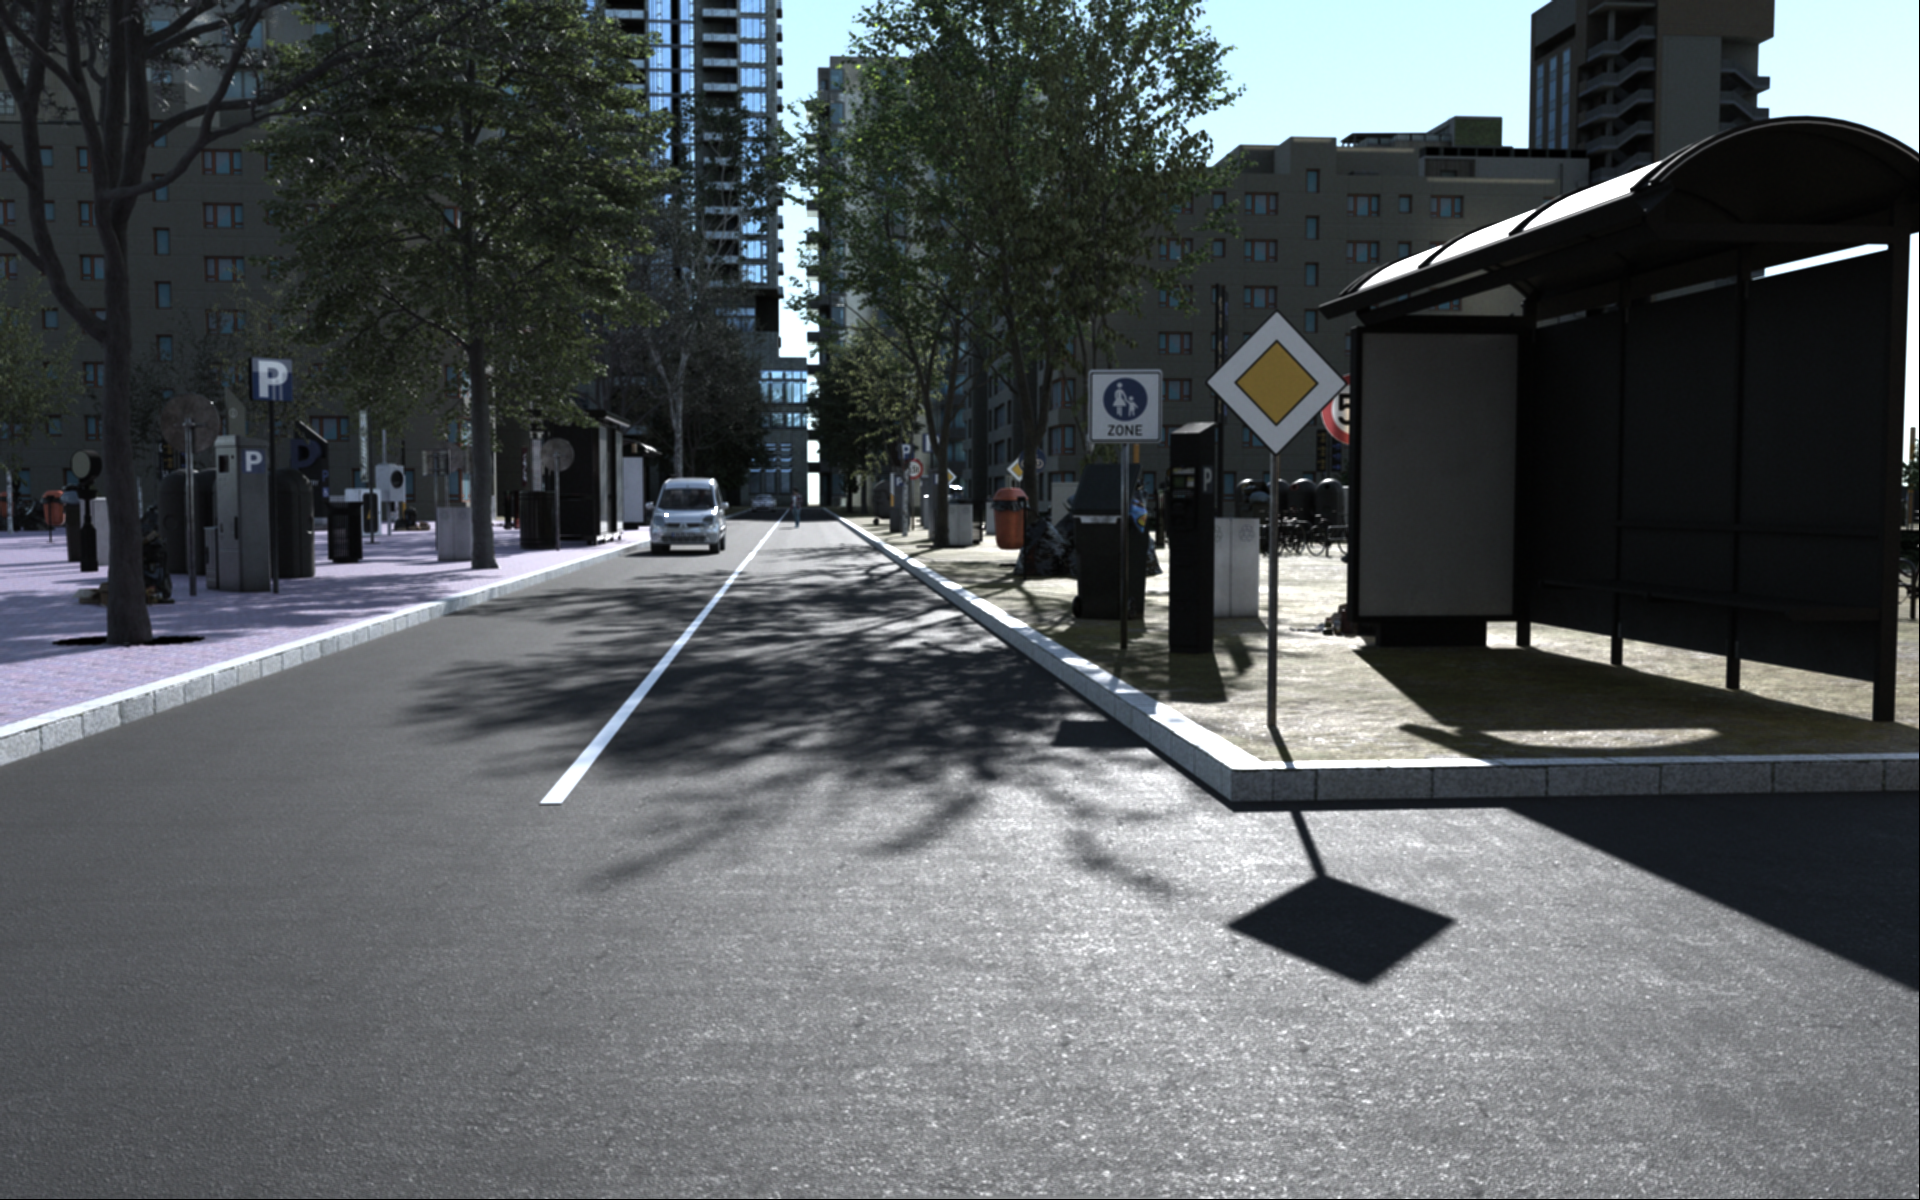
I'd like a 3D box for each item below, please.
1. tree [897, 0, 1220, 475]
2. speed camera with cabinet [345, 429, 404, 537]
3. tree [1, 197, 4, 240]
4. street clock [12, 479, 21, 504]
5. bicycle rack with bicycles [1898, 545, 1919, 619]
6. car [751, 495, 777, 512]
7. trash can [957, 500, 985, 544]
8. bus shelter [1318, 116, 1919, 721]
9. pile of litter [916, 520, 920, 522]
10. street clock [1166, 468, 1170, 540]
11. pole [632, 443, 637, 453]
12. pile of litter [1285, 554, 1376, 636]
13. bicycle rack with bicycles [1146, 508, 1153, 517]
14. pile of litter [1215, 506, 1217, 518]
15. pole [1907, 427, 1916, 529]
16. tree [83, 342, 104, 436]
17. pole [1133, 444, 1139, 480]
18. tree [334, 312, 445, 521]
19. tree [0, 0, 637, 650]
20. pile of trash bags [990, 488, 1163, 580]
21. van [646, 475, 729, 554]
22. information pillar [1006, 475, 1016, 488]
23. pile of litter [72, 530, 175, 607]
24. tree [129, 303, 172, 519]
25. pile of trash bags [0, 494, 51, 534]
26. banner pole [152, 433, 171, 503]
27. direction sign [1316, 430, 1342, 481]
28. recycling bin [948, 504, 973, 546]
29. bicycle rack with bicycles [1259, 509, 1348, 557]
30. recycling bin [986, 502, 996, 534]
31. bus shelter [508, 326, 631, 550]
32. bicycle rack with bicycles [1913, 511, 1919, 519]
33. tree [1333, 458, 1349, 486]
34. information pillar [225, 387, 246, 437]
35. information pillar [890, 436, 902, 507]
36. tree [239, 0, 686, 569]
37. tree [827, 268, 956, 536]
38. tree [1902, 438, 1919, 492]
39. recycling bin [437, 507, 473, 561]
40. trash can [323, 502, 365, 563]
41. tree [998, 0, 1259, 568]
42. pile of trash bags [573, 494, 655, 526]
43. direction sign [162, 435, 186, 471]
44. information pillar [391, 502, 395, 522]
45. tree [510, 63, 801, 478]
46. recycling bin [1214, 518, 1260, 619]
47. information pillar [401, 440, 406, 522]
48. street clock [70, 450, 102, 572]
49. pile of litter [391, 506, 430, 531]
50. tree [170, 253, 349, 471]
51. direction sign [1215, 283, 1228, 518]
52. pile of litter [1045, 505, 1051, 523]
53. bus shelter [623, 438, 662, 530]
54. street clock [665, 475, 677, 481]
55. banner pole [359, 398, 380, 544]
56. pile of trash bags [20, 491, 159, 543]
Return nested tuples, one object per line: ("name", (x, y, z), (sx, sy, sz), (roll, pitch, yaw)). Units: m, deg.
("tree", (1.470, -4.383, 22.029), (4.737, 8.622, 4.395), (0, 3, 0))
("speed camera with cabinet", (-17.640, -3.540, 52.218), (0.660, 3.252, 2.038), (1, 4, 21))
("tree", (-23.319, -5.458, 39.601), (4.737, 8.622, 4.395), (0, 3, 0))
("street clock", (-39.705, -4.180, 72.905), (0.358, 2.002, 0.471), (-1, 4, -16))
("bicycle rack with bicycles", (8.708, -0.310, 18.449), (2.852, 0.926, 2.925), (-1, 4, -20))
("car", (-15.854, -7.813, 140.101), (2.083, 1.381, 4.827), (0, 4, -3))
("trash can", (0.279, -2.013, 44.568), (0.748, 1.137, 0.748), (0, 3, 0))
("bus shelter", (4.284, -1.109, 12.056), (2.014, 3.302, 5.546), (0, 4, -5))
("pile of litter", (-1.303, -4.022, 79.730), (1.176, 0.858, 1.719), (-2, 4, -32))
("street clock", (5.882, -2.647, 47.853), (0.358, 2.002, 0.471), (-1, 4, -16))
("pole", (-12.780, -4.539, 68.054), (0.158, 3.312, 0.155), (0, 3, 0))
("pile of litter", (3.904, -0.123, 15.972), (1.176, 0.858, 1.719), (-3, 4, -38))
("bicycle rack with bicycles", (7.417, -4.241, 82.730), (2.852, 0.926, 2.925), (-3, 4, -37))
("pile of litter", (9.712, -3.320, 68.253), (1.719, 0.858, 1.176), (-3, 4, -38))
("pole", (28.897, -3.595, 52.615), (0.158, 3.312, 0.155), (0, 3, 0))
("tree", (-36.800, -7.773, 77.450), (4.360, 8.622, 3.978), (0, 3, 0))
("pole", (5.471, -3.669, 53.837), (0.158, 3.312, 0.155), (0, 3, 0))
("tree", (-22.850, -7.270, 69.235), (4.737, 8.622, 4.395), (0, 3, 0))
("tree", (-7.272, -6.363, 14.409), (12.009, 13.543, 11.850), (0, 3, 0))
("pile of trash bags", (1.631, -1.060, 27.082), (1.912, 1.369, 3.447), (3, 4, 37))
("van", (-6.716, -2.196, 42.919), (2.013, 2.044, 4.112), (0, 4, -5))
("information pillar", (1.992, -3.851, 67.456), (0.304, 2.012, 0.304), (-3, 5, -39))
("pile of litter", (-9.822, -0.392, 20.379), (1.176, 0.858, 1.719), (-1, 4, -10))
("tree", (-27.975, -6.939, 63.819), (4.360, 8.622, 3.978), (0, 3, 0))
("pile of trash bags", (-32.837, -3.097, 60.392), (1.912, 1.369, 3.447), (-1, 4, -16))
("banner pole", (-32.599, -4.933, 70.676), (0.863, 3.779, 0.401), (-2, 4, -32))
("direction sign", (12.944, -4.209, 60.817), (0.876, 3.537, 0.379), (0, 4, -1))
("recycling bin", (-0.096, -1.856, 42.897), (0.722, 1.027, 0.722), (-1, 4, -10))
("bicycle rack with bicycles", (7.259, -1.425, 36.681), (2.852, 0.926, 2.925), (3, 5, 44))
("recycling bin", (1.261, -2.634, 55.614), (0.722, 1.027, 0.722), (1, 4, 15))
("bus shelter", (-9.926, -4.070, 44.169), (2.179, 5.291, 8.768), (0, 4, -5))
("bicycle rack with bicycles", (38.109, -3.283, 67.057), (2.852, 0.926, 2.925), (0, 4, 0))
("tree", (18.120, -5.172, 79.163), (1.663, 3.219, 1.824), (0, 3, 0))
("information pillar", (-15.959, -2.864, 38.189), (0.183, 3.616, 0.504), (2, 4, 25))
("information pillar", (-2.470, -4.660, 67.549), (0.504, 3.616, 0.183), (-1, 4, -17))
("tree", (-8.335, -6.791, 29.165), (7.486, 12.596, 7.792), (0, 3, 0))
("tree", (-1.777, -6.261, 52.722), (4.360, 8.622, 3.978), (0, 3, 0))
("tree", (28.555, -3.478, 51.461), (1.663, 3.219, 1.824), (0, 3, 0))
("recycling bin", (-9.657, -1.287, 33.590), (0.722, 1.027, 0.722), (1, 4, 9))
("trash can", (-11.496, -1.267, 32.369), (0.748, 1.137, 0.748), (0, 3, 0))
("tree", (1.340, -6.405, 30.482), (9.928, 11.665, 9.643), (0, 3, 0))
("pile of trash bags", (-13.950, -3.655, 69.517), (3.447, 1.369, 1.912), (-3, 4, -36))
("direction sign", (-26.195, -4.035, 57.973), (0.876, 3.537, 0.379), (-1, 4, -21))
("information pillar", (-26.435, -4.646, 80.447), (0.304, 2.012, 0.304), (-3, 5, -41))
("tree", (-13.647, -13.517, 76.897), (12.611, 20.169, 13.585), (0, 3, 0))
("recycling bin", (2.671, -0.346, 18.208), (0.722, 1.027, 0.722), (-1, 4, -19))
("information pillar", (-24.211, -5.137, 75.338), (0.183, 3.616, 0.504), (-2, 4, -26))
("street clock", (-14.440, -1.474, 28.667), (0.471, 2.002, 0.358), (2, 4, 23))
("pile of litter", (-19.161, -2.869, 60.869), (1.719, 0.858, 1.176), (-2, 4, -30))
("tree", (-21.249, -6.322, 53.732), (4.360, 8.622, 3.978), (0, 3, 0))
("direction sign", (2.878, -1.659, 19.123), (0.379, 3.537, 0.876), (1, 4, 15))
("pile of litter", (4.095, -3.531, 71.702), (1.176, 0.858, 1.719), (2, 4, 34))
("bus shelter", (-12.403, -4.349, 65.036), (2.014, 3.302, 5.546), (0, 4, -5))
("street clock", (-10.860, -3.706, 65.170), (0.471, 2.002, 0.358), (3, 4, 38))
("banner pole", (-15.438, -3.368, 45.091), (0.401, 3.779, 0.863), (-3, 5, -43))
("pile of trash bags", (-22.590, -2.212, 45.922), (3.447, 1.369, 1.912), (0, 4, -1))
